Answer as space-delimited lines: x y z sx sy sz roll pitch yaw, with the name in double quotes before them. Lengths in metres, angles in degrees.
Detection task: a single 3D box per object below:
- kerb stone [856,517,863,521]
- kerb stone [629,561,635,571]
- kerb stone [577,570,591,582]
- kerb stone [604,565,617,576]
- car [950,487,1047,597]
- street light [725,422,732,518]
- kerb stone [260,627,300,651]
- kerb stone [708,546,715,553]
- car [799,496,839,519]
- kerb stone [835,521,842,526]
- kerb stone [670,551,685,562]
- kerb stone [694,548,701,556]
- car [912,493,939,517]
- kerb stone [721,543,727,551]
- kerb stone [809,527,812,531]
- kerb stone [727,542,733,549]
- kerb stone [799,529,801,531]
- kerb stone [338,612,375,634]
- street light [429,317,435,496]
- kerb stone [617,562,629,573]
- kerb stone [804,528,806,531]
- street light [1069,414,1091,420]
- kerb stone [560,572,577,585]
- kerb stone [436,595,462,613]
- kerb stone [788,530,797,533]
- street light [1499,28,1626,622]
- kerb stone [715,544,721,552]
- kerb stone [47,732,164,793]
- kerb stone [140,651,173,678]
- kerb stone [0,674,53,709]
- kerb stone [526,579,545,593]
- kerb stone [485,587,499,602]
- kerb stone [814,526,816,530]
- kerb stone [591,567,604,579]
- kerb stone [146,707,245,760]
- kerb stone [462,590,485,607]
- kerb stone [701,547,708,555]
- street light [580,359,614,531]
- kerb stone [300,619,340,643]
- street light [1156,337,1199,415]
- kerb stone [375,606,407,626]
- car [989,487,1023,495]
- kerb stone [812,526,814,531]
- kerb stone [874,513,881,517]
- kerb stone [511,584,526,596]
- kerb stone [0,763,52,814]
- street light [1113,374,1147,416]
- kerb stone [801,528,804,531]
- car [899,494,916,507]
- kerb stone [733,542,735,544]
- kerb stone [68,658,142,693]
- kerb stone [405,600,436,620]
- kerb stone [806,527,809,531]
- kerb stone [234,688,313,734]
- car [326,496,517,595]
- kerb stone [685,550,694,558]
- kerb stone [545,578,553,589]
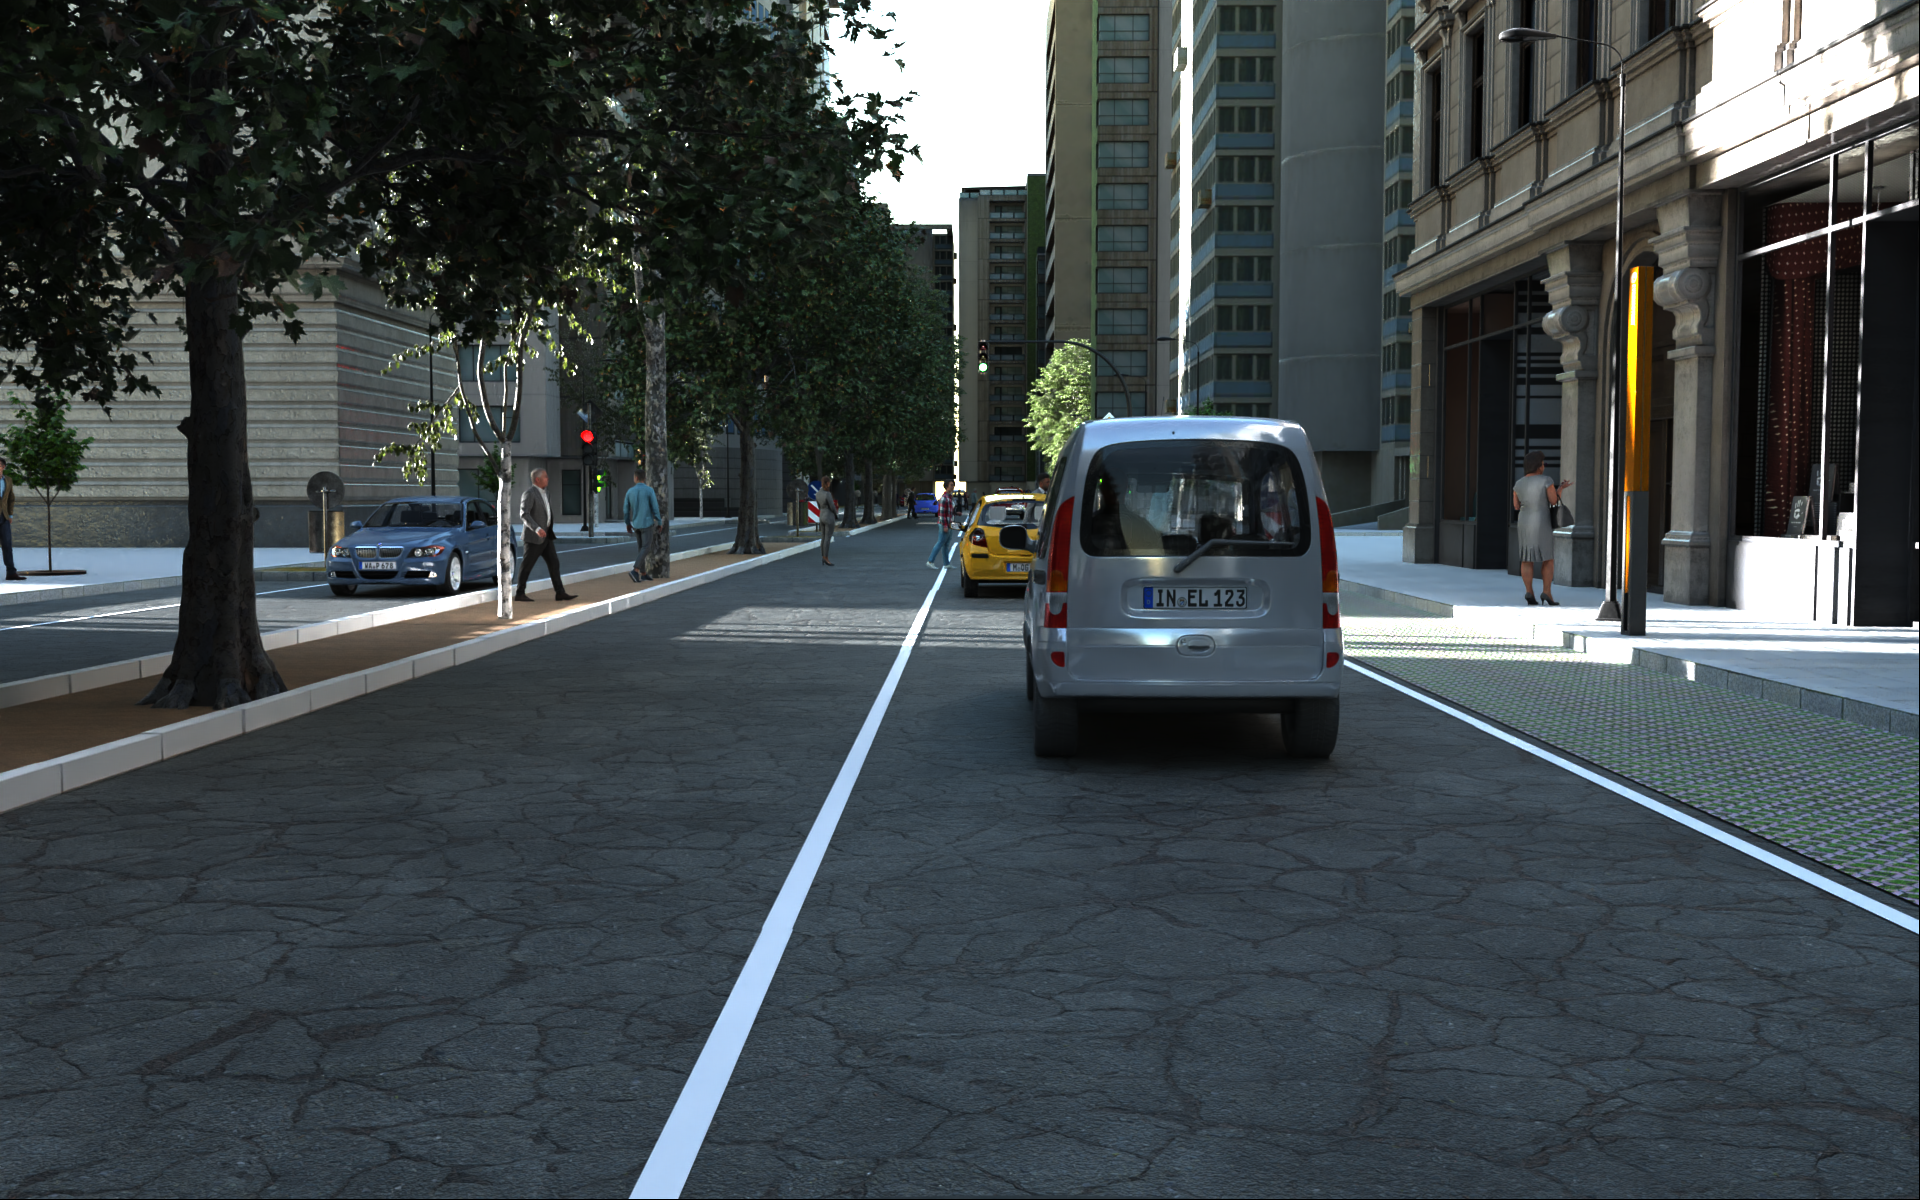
"kerb stone" -5.506 -4.476 95.440 0.120 0.150 1.000 0 4 1
"kerb stone" -6.185 -0.616 32.356 0.120 0.150 1.000 0 4 1
"kerb stone" -6.233 -0.371 28.256 0.120 0.150 1.000 0 4 1
"kerb stone" -6.214 -0.495 30.304 0.120 0.150 1.000 0 4 1
"car" 0.864 -0.931 25.451 2.015 1.641 3.980 0 4 -1
"street light" -11.967 -7.386 93.305 1.470 5.913 1.316 0 4 1
"kerb stone" -6.363 0.382 15.953 0.120 0.150 1.000 0 4 1
"kerb stone" -6.082 -1.184 41.577 0.120 0.150 1.000 0 4 1
"car" -7.908 -5.415 97.577 2.155 1.783 4.494 0 4 3
"kerb stone" -5.659 -3.598 81.091 0.120 0.150 1.000 0 4 1
"kerb stone" -6.143 -0.934 37.471 0.120 0.150 1.000 0 4 1
"kerb stone" -6.119 -1.060 39.525 0.120 0.150 1.000 0 4 1
"car" -2.148 -6.077 108.943 1.945 1.707 3.694 0 4 1
"kerb stone" -6.069 -1.305 43.621 0.120 0.150 1.000 0 4 1
"kerb stone" -5.832 -2.660 65.690 0.120 0.150 1.000 0 4 1
"kerb stone" -6.059 -1.373 44.643 0.120 0.150 1.000 0 4 1
"kerb stone" -5.873 -2.410 61.596 0.120 0.150 1.000 0 4 1
"kerb stone" -6.347 0.258 18.015 0.120 0.150 1.000 0 4 1
"street light" -12.494 -4.294 42.754 1.470 5.913 1.316 0 4 1
"kerb stone" -6.192 -0.558 31.325 0.120 0.150 1.000 0 4 1
"kerb stone" -5.849 -2.534 63.643 0.120 0.150 1.000 0 4 1
"street light" 7.048 -7.837 100.681 1.470 5.913 1.316 0 4 1
"kerb stone" -6.246 -0.308 27.228 0.120 0.150 1.000 0 4 1
"kerb stone" -6.305 0.068 21.091 0.120 0.150 1.000 0 4 1
"kerb stone" -5.885 -2.347 60.571 0.120 0.150 1.000 0 4 1
"street light" 6.075 -2.746 17.440 1.470 5.913 1.316 0 4 1
"kerb stone" -6.085 -1.248 42.599 0.120 0.150 1.000 0 4 1
"kerb stone" -4.343 0.825 8.778 0.120 0.150 1.000 0 4 1
"kerb stone" -6.386 0.511 13.894 0.120 0.150 1.000 0 4 1
"kerb stone" -6.411 0.634 11.834 0.120 0.150 1.000 0 4 1
"kerb stone" -6.264 -0.182 25.182 0.120 0.150 1.000 0 4 1
"kerb stone" -6.288 -0.058 23.138 0.120 0.150 1.000 0 4 1
"kerb stone" -5.802 -2.786 67.746 0.120 0.150 1.000 0 4 1
"kerb stone" -6.223 -0.433 29.282 0.120 0.150 1.000 0 4 1
"kerb stone" -4.334 0.758 9.799 0.120 0.150 1.000 0 4 1
"kerb stone" -6.296 0.005 22.113 0.120 0.150 1.000 0 4 1
"kerb stone" -6.101 -1.119 40.551 0.120 0.150 1.000 0 4 1
"street light" -12.351 -5.310 59.358 1.470 5.913 1.316 0 4 1
"kerb stone" -6.354 0.323 16.987 0.120 0.150 1.000 0 4 1
"street light" 6.495 -4.816 51.281 1.470 5.913 1.316 0 4 1
"kerb stone" -6.336 0.194 19.039 0.120 0.150 1.000 0 4 1
"car" 2.788 -5.537 99.207 2.281 1.827 5.304 0 4 0
"kerb stone" -5.813 -2.723 66.718 0.120 0.150 1.000 0 4 1
"kerb stone" -5.327 -5.482 111.847 0.120 0.150 1.000 0 4 1
"kerb stone" -6.275 -0.120 24.160 0.120 0.150 1.000 0 4 1
"kerb stone" -4.351 0.883 7.755 0.120 0.150 1.000 0 4 1
"street light" 6.603 -5.763 66.758 1.470 5.913 1.316 0 4 1
"kerb stone" -5.857 -2.472 62.620 0.120 0.150 1.000 0 4 1
"car" -5.822 -11.524 197.454 2.155 1.783 4.494 0 4 2
"kerb stone" -6.041 -1.436 45.666 0.120 0.150 1.000 0 4 1
"kerb stone" -6.400 0.574 12.868 0.120 0.150 1.000 0 4 1
"kerb stone" -6.321 0.131 20.061 0.120 0.150 1.000 0 4 1
"kerb stone" -5.834 -2.596 64.668 0.120 0.150 1.000 0 4 1
"kerb stone" -4.319 0.695 10.836 0.120 0.150 1.000 0 4 1
"car" -7.964 -0.857 26.012 2.014 1.417 4.499 0 4 1
"kerb stone" -6.120 -0.997 38.502 0.120 0.150 1.000 0 4 1
"kerb stone" -6.252 -0.241 26.206 0.120 0.150 1.000 0 4 1
